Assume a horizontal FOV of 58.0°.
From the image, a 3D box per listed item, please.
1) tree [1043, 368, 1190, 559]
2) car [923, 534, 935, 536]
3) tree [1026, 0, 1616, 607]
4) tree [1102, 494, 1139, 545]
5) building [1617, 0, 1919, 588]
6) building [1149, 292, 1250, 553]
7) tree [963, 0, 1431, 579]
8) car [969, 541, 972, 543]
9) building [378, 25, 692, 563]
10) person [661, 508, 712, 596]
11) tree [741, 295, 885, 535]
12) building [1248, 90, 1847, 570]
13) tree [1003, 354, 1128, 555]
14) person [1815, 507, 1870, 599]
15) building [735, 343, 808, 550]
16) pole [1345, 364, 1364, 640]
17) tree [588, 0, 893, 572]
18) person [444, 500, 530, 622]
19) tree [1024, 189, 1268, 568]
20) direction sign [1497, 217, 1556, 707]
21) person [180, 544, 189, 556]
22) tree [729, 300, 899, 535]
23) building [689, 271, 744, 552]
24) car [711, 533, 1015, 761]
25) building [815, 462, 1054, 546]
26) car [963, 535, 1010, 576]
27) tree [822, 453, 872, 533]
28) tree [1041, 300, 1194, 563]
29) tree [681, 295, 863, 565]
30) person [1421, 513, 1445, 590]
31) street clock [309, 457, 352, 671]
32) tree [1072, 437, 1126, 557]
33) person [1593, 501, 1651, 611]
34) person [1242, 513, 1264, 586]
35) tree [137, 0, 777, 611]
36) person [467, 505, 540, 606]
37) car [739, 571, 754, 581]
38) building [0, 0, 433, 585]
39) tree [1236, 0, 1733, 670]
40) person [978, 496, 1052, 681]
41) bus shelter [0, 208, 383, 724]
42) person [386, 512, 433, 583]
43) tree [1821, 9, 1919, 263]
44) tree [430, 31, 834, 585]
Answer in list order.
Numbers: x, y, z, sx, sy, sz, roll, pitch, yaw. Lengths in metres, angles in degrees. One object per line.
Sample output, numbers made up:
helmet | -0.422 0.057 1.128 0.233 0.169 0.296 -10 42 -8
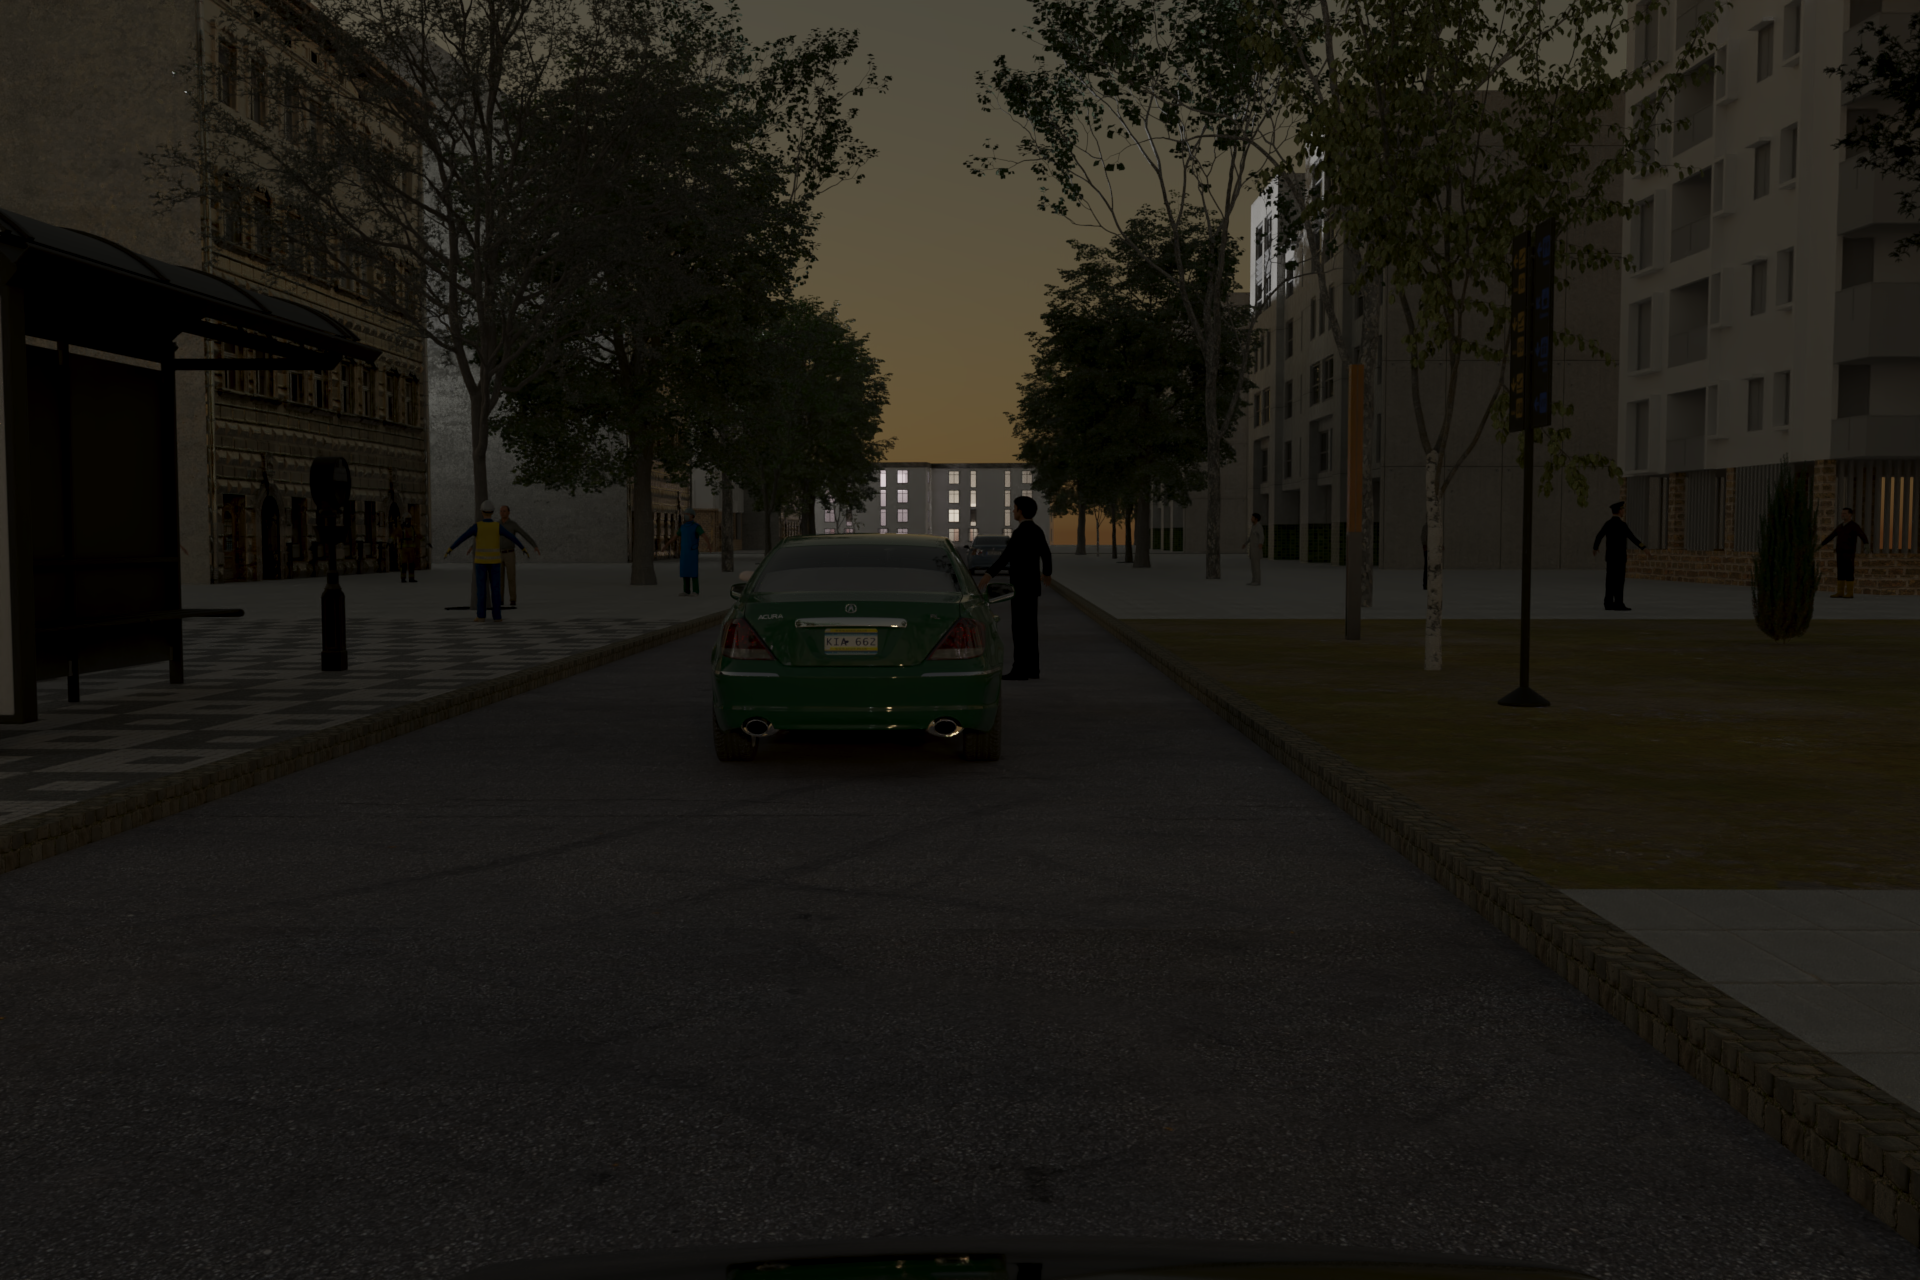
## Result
tree | 8.138 -9.507 89.853 8.767 10.594 7.601 1 4 15
car | -1.657 -3.892 73.414 2.009 1.686 4.222 0 4 1
tree | 7.588 -10.731 31.343 12.611 20.169 13.585 0 3 0
tree | 20.248 -17.789 197.498 9.857 13.997 8.962 0 3 0
building | 24.247 -11.741 48.379 16.016 20.090 11.380 0 4 0
building | 24.176 -16.441 135.267 16.747 18.905 31.486 0 4 1
tree | 6.376 -11.719 47.495 12.611 20.169 13.585 0 3 0
car | 1.644 -5.932 109.358 2.083 1.381 4.827 0 4 -1
building | -23.800 -15.504 84.423 19.493 23.208 18.063 0 4 0
person | -5.590 -1.809 35.709 1.347 1.817 0.704 2 4 33
tree | -7.113 -10.072 82.808 7.486 12.596 7.792 0 3 0
building | 23.812 -12.925 77.777 16.747 18.905 31.486 0 4 1
tree | 7.454 -12.207 106.232 9.857 13.997 8.962 0 3 0
person | 17.677 -1.741 34.605 0.704 1.812 1.346 -1 4 -18
building | -23.454 -19.363 147.509 19.493 23.208 18.063 0 4 1
pole | 4.773 -1.658 20.950 0.158 3.312 0.155 0 3 0
tree | -9.173 -12.321 57.335 12.611 20.169 13.585 0 3 0
person | -6.915 -1.155 25.346 1.216 1.772 0.721 -1 4 -22
tree | 6.934 -9.738 65.870 9.857 13.997 8.962 0 3 0
direction sign | 4.234 -1.278 12.898 0.379 3.537 0.876 0 3 0
person | -13.489 -1.352 28.908 0.721 1.733 1.217 3 4 39
tree | -8.207 -11.443 93.752 9.857 13.997 8.962 0 3 0
building | -22.410 -16.417 124.832 16.016 20.090 11.380 0 4 1
car | -0.647 -0.034 12.350 2.131 1.459 4.920 0 4 0
building | -3.282 -15.771 202.462 28.070 9.664 9.099 0 4 8
car | 1.129 -3.006 61.149 2.014 1.417 4.499 0 4 0
tree | -7.497 -9.489 105.508 4.360 8.622 3.978 0 3 0
tree | 7.471 -9.236 76.771 9.928 11.665 9.643 0 3 0
tree | -8.011 -9.003 72.955 9.928 11.665 9.643 0 3 0
person | 10.844 -2.064 39.878 0.705 1.813 1.348 2 4 33
street clock | -5.879 -0.713 16.225 0.358 2.002 0.471 0 4 0
tree | 7.684 -9.008 97.647 4.360 8.622 3.978 0 3 0
person | 11.045 -1.416 29.080 0.705 1.837 1.347 -1 4 -20
person | 7.353 -2.266 43.233 0.705 1.806 1.347 -1 4 -9
tree | -8.025 -7.248 28.882 12.009 13.543 11.850 0 3 0
person | -8.163 -1.516 31.065 1.348 1.796 0.705 0 4 5
car | -1.509 -0.502 20.574 2.083 1.381 4.827 0 4 0
building | -28.206 -13.541 52.323 19.493 23.208 18.063 0 3 0
tree | 4.477 -4.007 15.873 4.737 8.622 4.395 0 3 0
person | 0.612 -0.516 17.075 0.705 1.806 1.347 2 4 31
bus shelter | -6.041 -1.124 12.302 2.014 3.302 5.546 0 4 1
person | -14.580 -2.444 45.733 0.705 1.858 1.354 3 5 41
tree | 10.919 -4.872 14.069 7.601 10.594 8.767 0 4 7
tree | -8.099 -8.359 43.318 9.857 13.997 8.962 0 3 0
